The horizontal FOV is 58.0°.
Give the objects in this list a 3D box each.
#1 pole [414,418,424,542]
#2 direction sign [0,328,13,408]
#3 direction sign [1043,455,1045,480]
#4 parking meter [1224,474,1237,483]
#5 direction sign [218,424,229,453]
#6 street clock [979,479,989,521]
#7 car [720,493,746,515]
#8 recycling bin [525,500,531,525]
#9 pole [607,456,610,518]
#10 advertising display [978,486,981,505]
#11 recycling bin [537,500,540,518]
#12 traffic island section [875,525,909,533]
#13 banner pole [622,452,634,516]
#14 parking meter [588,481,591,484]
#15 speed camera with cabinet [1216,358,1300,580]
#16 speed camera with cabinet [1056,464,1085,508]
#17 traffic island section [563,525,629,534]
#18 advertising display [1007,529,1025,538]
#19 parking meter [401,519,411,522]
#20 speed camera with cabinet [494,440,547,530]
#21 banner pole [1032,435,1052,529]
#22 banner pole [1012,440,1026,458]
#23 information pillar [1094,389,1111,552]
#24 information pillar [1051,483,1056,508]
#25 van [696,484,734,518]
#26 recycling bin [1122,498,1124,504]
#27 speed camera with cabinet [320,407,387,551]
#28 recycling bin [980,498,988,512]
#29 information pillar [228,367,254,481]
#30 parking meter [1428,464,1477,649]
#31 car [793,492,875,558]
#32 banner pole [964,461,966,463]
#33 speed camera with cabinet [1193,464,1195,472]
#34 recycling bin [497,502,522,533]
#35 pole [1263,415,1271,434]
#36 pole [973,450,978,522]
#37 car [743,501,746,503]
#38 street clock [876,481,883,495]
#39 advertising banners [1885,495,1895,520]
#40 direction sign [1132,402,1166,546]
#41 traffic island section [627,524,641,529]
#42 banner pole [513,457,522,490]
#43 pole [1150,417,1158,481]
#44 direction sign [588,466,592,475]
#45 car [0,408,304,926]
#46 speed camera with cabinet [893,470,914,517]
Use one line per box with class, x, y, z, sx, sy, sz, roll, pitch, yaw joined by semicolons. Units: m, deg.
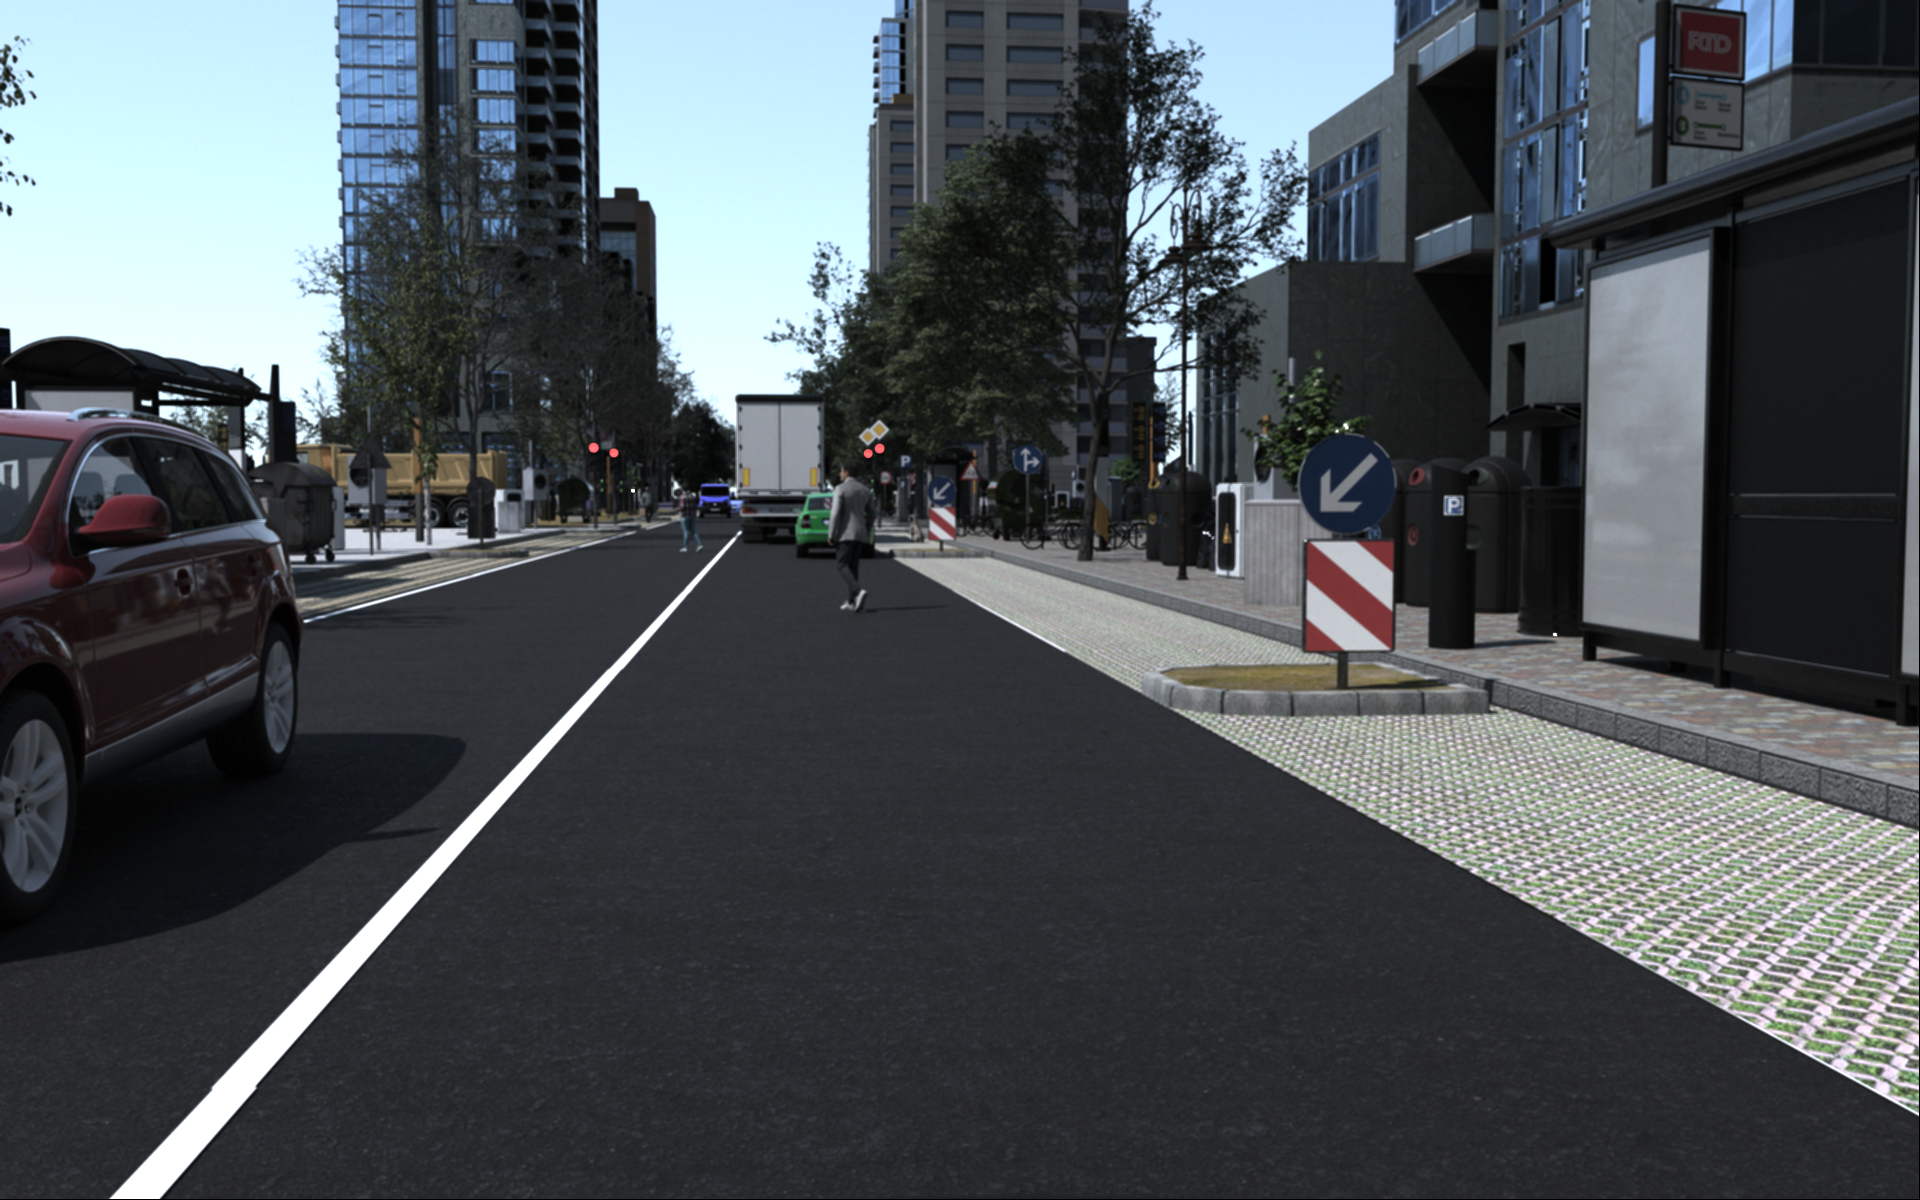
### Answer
pole;-14.568;-3.228;46.627;0.158;3.312;0.155;0;3;0
direction sign;-13.105;-1.919;23.372;0.379;3.537;0.876;1;4;13
direction sign;4.496;-6.553;99.144;0.876;3.537;0.379;-2;4;-28
parking meter;7.914;-2.759;50.826;0.399;1.863;0.255;0;4;5
direction sign;-23.509;-3.907;55.876;0.876;3.537;0.379;1;4;12
street clock;1.121;-4.690;81.257;0.358;2.002;0.471;-3;4;-36
car;-16.048;-6.864;121.820;1.945;1.707;3.694;0;4;-8
recycling bin;-18.374;-3.649;72.222;0.722;1.027;0.722;3;5;39
pole;-19.041;-6.115;93.822;0.158;3.312;0.155;0;3;0
advertising display;1.524;-7.985;135.767;0.123;1.923;0.974;0;4;5
recycling bin;-23.406;-5.013;94.517;0.722;1.027;0.722;2;4;30
traffic island section;-3.007;-2.621;65.137;2.009;0.180;2.903;0;4;-6
banner pole;-21.090;-7.319;109.685;0.863;3.779;0.401;-2;4;-26
parking meter;-17.019;-4.470;78.803;0.399;1.863;0.255;1;4;13
speed camera with cabinet;4.478;-1.929;25.871;0.660;3.252;2.038;-1;4;-15
speed camera with cabinet;7.157;-7.307;113.809;2.038;3.252;0.660;-1;4;-15
traffic island section;-13.490;-2.553;64.026;2.009;0.180;2.903;0;4;-6
advertising display;1.646;-2.763;50.384;0.123;1.923;0.974;2;4;35
parking meter;-25.121;-4.451;78.483;0.399;1.863;0.255;-3;5;-44
speed camera with cabinet;-15.908;-4.182;62.719;0.660;3.252;2.038;2;4;34
banner pole;2.962;-4.459;62.919;0.863;3.779;0.401;-2;4;-27
banner pole;2.796;-5.535;80.518;0.863;3.779;0.401;0;4;5
information pillar;3.147;-2.893;38.653;0.183;3.616;0.504;3;5;43
information pillar;6.052;-6.596;112.335;0.304;2.012;0.304;1;4;9
van;-14.665;-6.077;103.745;2.240;2.365;5.245;0;4;-8
recycling bin;11.359;-6.850;124.556;0.722;1.027;0.722;1;4;17
speed camera with cabinet;-14.055;-2.744;39.206;2.038;3.252;0.660;1;4;11
recycling bin;1.795;-6.591;120.318;0.722;1.027;0.722;1;4;17
information pillar;-13.454;-2.503;32.272;0.504;3.616;0.183;3;5;40
parking meter;4.107;-0.368;14.431;0.372;1.533;0.369;0;3;0
car;-2.917;-1.930;40.356;1.959;1.807;4.718;0;4;-5
banner pole;-0.247;-6.404;94.728;0.401;3.779;0.863;3;5;41
speed camera with cabinet;16.052;-7.362;114.701;0.660;3.252;2.038;-2;4;-30
recycling bin;-14.960;-2.749;57.496;0.722;1.027;0.722;-1;4;-10
pole;7.946;-3.126;44.959;0.158;3.312;0.155;0;3;0
pole;0.710;-5.255;79.755;0.158;3.312;0.155;0;3;0
car;-22.398;-10.465;183.681;1.945;1.354;3.894;0;4;-4
street clock;-4.455;-5.550;95.319;0.471;2.002;0.358;0;4;-1
advertising banners;8.200;-1.106;14.266;0.090;3.025;2.074;0;4;-3
direction sign;4.655;-3.101;42.698;0.876;3.537;0.379;-1;4;-17
traffic island section;-14.338;-3.039;71.966;2.009;0.180;2.903;0;4;-6
banner pole;-29.825;-7.742;116.605;0.401;3.779;0.863;3;4;37
pole;5.139;-3.187;45.950;0.158;3.312;0.155;0;3;0
direction sign;-29.539;-8.945;138.245;0.876;3.537;0.379;1;4;9
car;-4.305;0.084;7.301;2.281;1.827;5.304;0;4;-7
speed camera with cabinet;-3.284;-6.324;97.740;0.660;3.252;2.038;-1;4;-14
